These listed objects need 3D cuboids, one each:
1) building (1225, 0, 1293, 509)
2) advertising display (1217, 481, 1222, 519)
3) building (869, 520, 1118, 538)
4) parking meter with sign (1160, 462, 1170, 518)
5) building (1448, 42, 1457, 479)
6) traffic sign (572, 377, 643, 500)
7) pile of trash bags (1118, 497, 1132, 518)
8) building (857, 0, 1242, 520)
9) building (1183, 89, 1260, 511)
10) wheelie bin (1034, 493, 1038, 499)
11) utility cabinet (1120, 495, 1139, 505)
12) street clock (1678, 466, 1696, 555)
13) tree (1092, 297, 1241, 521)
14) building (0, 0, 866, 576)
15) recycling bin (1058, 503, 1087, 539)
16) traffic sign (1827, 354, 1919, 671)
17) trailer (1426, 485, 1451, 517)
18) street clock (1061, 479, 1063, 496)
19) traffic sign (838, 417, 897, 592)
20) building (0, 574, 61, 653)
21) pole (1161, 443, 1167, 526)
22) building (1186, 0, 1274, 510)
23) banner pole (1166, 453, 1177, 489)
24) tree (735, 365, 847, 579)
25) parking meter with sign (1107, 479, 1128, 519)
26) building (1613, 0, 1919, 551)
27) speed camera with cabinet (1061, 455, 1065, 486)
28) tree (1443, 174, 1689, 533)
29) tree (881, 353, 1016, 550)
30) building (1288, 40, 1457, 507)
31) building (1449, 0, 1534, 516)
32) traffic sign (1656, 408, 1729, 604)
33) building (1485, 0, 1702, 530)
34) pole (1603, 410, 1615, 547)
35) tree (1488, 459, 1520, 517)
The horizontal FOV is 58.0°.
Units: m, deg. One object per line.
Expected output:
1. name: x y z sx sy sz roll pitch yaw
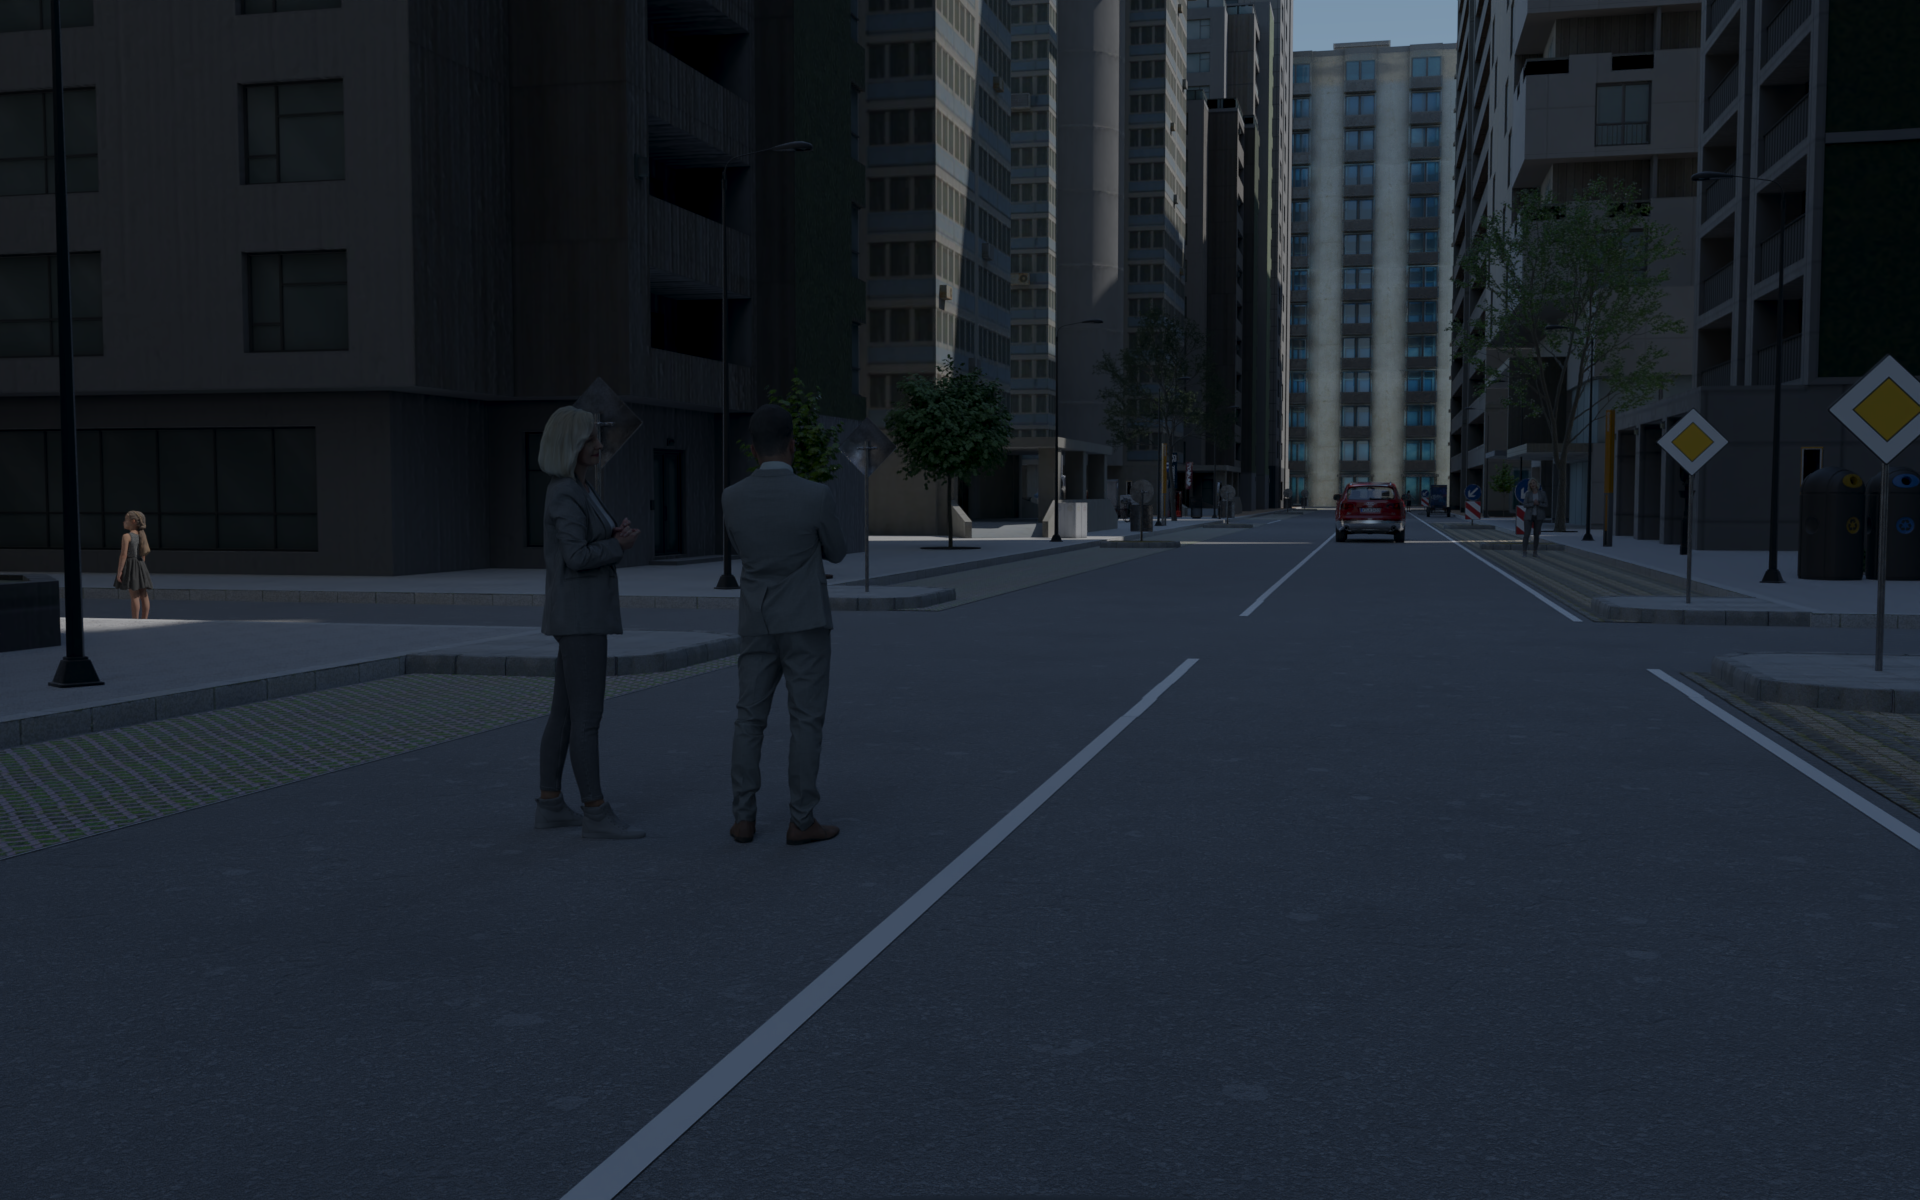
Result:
1. building: 19.964 -44.201 160.943 20.611 71.187 20.563 1 4 14
2. advertising display: 13.293 -5.108 88.729 0.123 1.923 0.974 0 4 2
3. building: -11.424 -22.532 60.274 32.217 40.220 23.993 1 4 14
4. parking meter with sign: 11.002 -5.934 93.276 0.543 3.016 1.738 1 4 19
5. building: 54.113 -30.270 149.540 22.147 44.769 28.867 1 4 14
6. traffic sign: -3.098 -0.687 14.874 0.795 2.450 0.064 1 4 14
7. pile of trash bags: 8.300 -5.131 93.645 1.912 1.369 3.447 1 4 22
8. building: 1.501 -25.645 111.175 32.217 40.220 23.993 1 4 14
9. building: 14.420 -21.787 127.915 14.160 30.474 14.107 1 4 14
10. wheelie bin: 3.725 -4.149 75.749 0.980 1.594 0.693 0 4 5
11. utility cabinet: 9.428 -5.215 96.435 1.020 1.237 0.306 2 4 27
12. street clock: 15.308 -1.953 36.495 0.358 2.002 0.471 1 4 12
13. tree: 9.891 -9.048 82.349 7.601 10.594 8.767 1 4 19
14. building: -10.507 -15.955 32.571 14.160 30.474 14.107 1 4 14
15. recycling bin: 3.225 -2.316 50.423 0.722 1.027 0.722 2 4 34
16. traffic sign: 6.660 -0.541 12.496 0.795 2.450 0.064 1 4 14
17. trailer: 29.863 -6.180 108.088 1.471 1.999 3.904 1 4 15
18. street clock: 4.646 -4.695 81.331 0.358 2.002 0.471 2 4 24
19. traffic sign: -1.216 -1.162 22.635 0.795 2.450 0.064 1 4 14
20. building: -21.296 -28.459 7.304 28.212 58.520 21.231 1 4 14
21. pole: 8.229 -4.647 69.827 0.158 3.312 0.155 0 3 0
22. building: 17.847 -27.990 141.235 14.154 41.232 14.086 1 4 14
23. banner pole: 11.112 -6.226 91.812 0.863 3.779 0.401 1 4 16
24. tree: -2.571 -1.932 26.184 1.663 3.219 1.824 0 3 0
25. parking meter with sign: 7.893 -5.751 90.288 1.738 3.016 0.543 1 4 19
26. building: 27.755 -36.759 39.265 20.563 71.187 20.611 1 4 14
27. speed camera with cabinet: 5.837 -5.697 87.489 2.038 3.252 0.660 1 4 18
28. tree: 20.094 -8.074 57.768 9.928 11.665 9.643 0 3 0
29. tree: -0.221 -3.477 40.564 4.285 4.588 4.351 0 3 0
30. building: 42.823 -34.661 186.311 30.456 49.044 23.786 1 4 14
31. building: 47.174 -30.662 125.018 21.300 48.544 21.600 1 4 14
32. traffic sign: 8.542 -1.016 20.257 0.795 2.450 0.064 1 4 14
33. building: 36.800 -29.510 71.734 28.713 52.752 27.495 1 4 14
34. pole: 15.776 -2.951 42.093 0.158 3.312 0.155 0 3 0
35. tree: 29.967 -6.165 95.405 1.663 3.219 1.824 0 3 0
